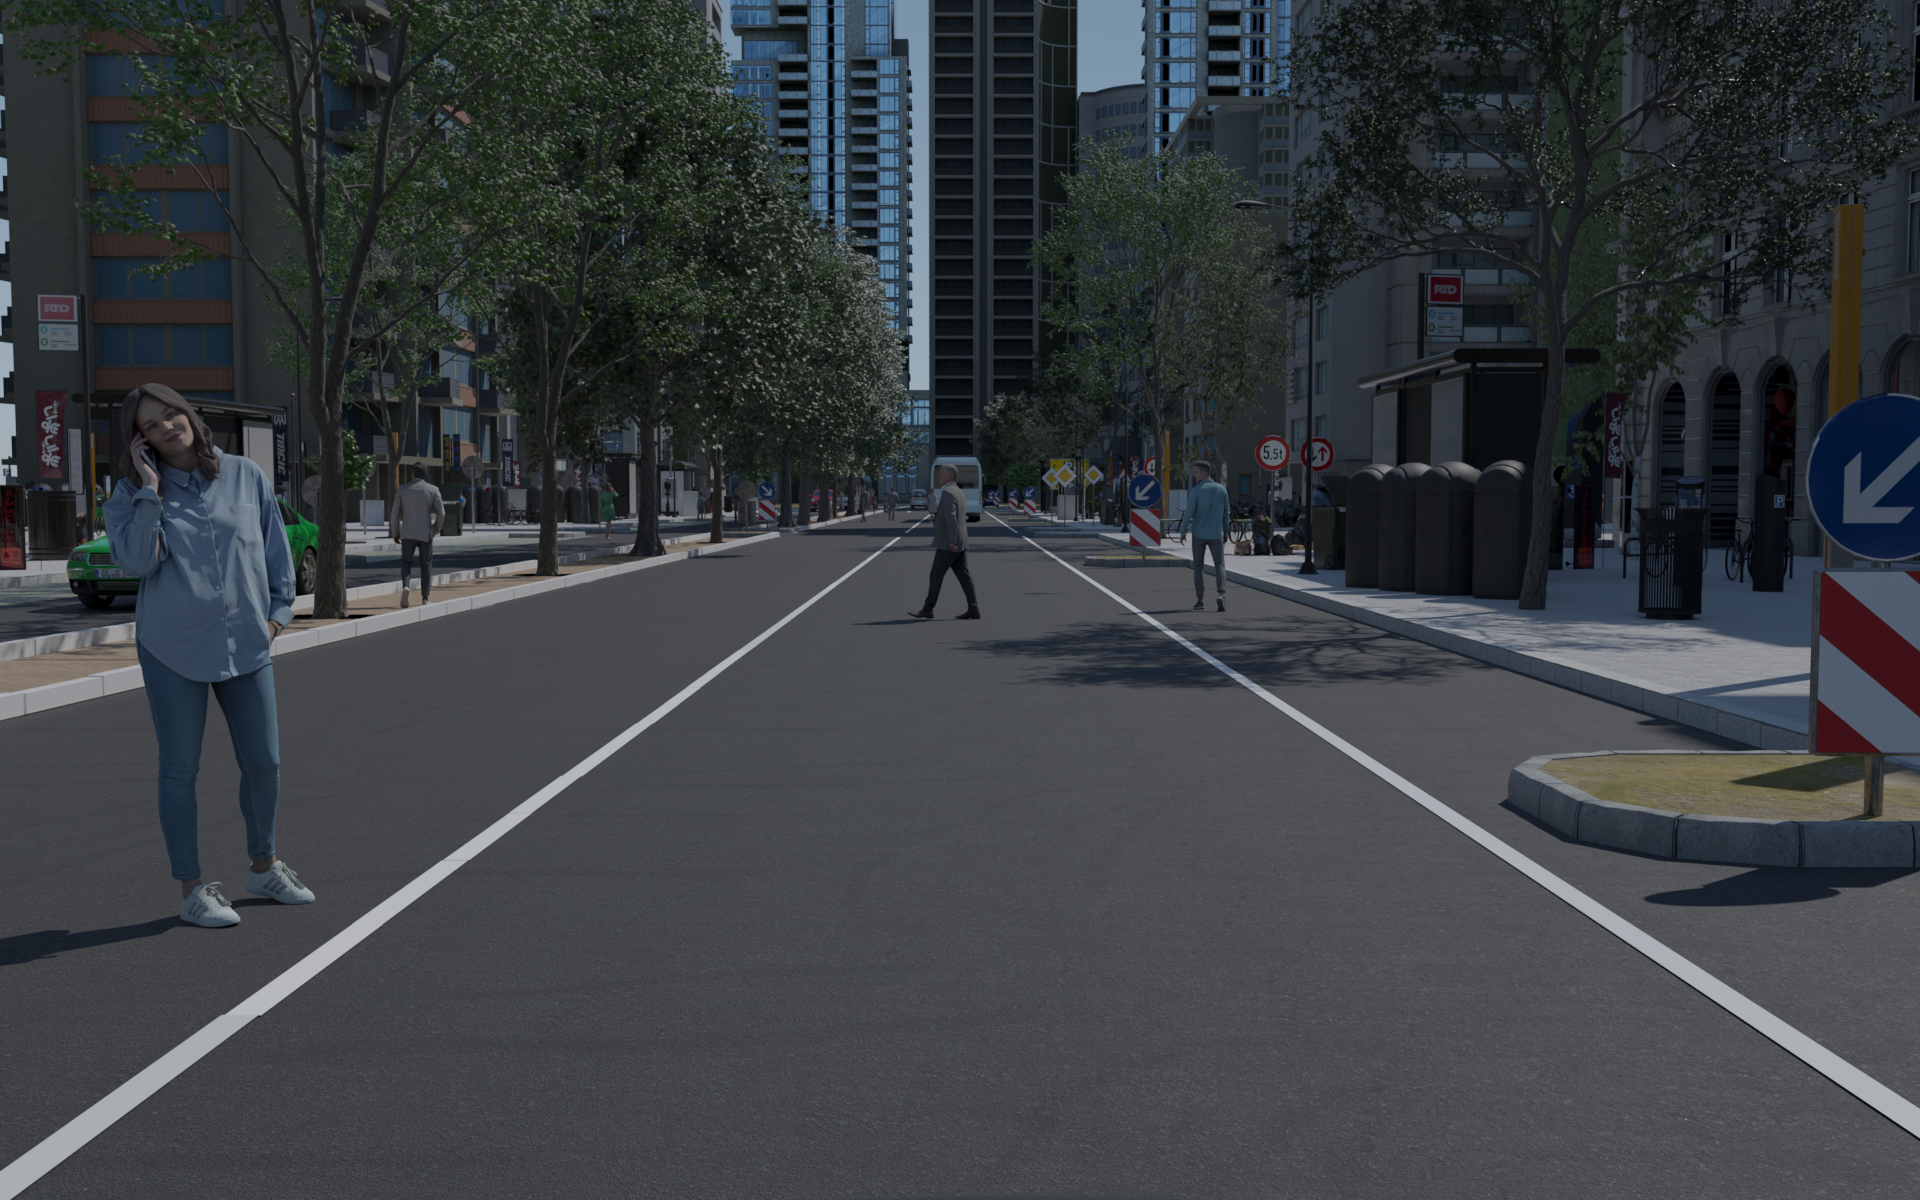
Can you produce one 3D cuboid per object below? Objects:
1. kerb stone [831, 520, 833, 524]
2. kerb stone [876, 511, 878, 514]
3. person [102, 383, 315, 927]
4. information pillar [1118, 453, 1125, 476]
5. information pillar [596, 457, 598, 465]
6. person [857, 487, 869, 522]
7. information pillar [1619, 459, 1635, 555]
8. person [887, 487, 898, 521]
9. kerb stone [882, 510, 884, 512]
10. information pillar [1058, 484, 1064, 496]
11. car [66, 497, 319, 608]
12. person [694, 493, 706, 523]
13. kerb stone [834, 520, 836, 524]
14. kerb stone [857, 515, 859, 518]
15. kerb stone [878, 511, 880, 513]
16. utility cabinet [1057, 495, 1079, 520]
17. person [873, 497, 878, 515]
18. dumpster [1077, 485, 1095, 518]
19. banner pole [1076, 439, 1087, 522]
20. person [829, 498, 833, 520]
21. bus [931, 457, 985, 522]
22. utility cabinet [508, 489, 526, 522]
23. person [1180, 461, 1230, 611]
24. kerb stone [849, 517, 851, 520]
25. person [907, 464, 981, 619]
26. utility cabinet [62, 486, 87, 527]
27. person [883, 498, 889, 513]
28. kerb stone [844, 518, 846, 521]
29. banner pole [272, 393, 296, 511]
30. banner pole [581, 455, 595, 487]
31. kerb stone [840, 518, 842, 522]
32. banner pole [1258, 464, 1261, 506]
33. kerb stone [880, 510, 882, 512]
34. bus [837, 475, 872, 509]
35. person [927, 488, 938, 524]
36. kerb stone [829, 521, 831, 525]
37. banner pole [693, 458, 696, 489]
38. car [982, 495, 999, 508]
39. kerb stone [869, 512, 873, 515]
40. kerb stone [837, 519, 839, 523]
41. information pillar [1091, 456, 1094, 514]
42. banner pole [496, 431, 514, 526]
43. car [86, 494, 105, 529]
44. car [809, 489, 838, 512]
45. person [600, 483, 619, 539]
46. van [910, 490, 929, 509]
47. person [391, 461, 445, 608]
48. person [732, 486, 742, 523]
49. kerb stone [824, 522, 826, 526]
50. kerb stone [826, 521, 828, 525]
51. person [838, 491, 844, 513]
[{"bbox_3d":[-6.169,-3.593,80.941,0.120,0.150,1.000,0,3,0],"label":"kerb stone"},{"bbox_3d":[-6.204,-6.290,125.034,0.120,0.150,1.000,0,3,0],"label":"kerb stone"},{"bbox_3d":[-2.515,0.180,5.821,0.793,1.790,0.793,1,4,20],"label":"person"},{"bbox_3d":[9.179,-6.536,98.224,0.504,3.616,0.183,3,4,36],"label":"information pillar"},{"bbox_3d":[-22.718,-7.114,107.663,0.504,3.616,0.183,-1,4,-19],"label":"information pillar"},{"bbox_3d":[-4.948,-4.874,88.295,0.694,1.812,0.767,3,5,41],"label":"person"},{"bbox_3d":[14.103,-1.959,36.523,0.304,2.012,0.304,1,4,9],"label":"information pillar"},{"bbox_3d":[-3.646,-5.206,93.823,0.606,1.804,0.583,0,4,-3],"label":"person"},{"bbox_3d":[-6.204,-6.850,134.268,0.120,0.150,1.000,0,3,0],"label":"kerb stone"},{"bbox_3d":[5.503,-5.423,93.157,0.304,2.012,0.304,-2,4,-35],"label":"information pillar"},{"bbox_3d":[-10.132,-0.882,23.210,1.959,1.807,4.718,0,4,1],"label":"car"},{"bbox_3d":[-12.969,-4.608,86.435,0.523,1.515,0.503,3,4,36],"label":"person"},{"bbox_3d":[-6.166,-3.718,82.988,0.120,0.150,1.000,0,3,0],"label":"kerb stone"},{"bbox_3d":[-6.185,-4.909,102.458,0.120,0.150,1.000,0,3,0],"label":"kerb stone"},{"bbox_3d":[-6.206,-6.475,128.108,0.120,0.150,1.000,0,3,0],"label":"kerb stone"},{"bbox_3d":[5.340,-4.567,85.835,1.020,1.237,0.306,-1,4,-15],"label":"utility cabinet"},{"bbox_3d":[-5.915,-6.597,121.027,0.373,1.253,0.362,0,4,7],"label":"person"},{"bbox_3d":[6.727,-5.371,93.577,1.264,1.857,1.865,0,3,0],"label":"dumpster"},{"bbox_3d":[5.533,-5.477,79.564,0.401,3.779,0.863,-2,4,-28],"label":"banner pole"},{"bbox_3d":[-7.195,-4.979,94.926,0.505,1.210,0.382,1,4,13],"label":"person"},{"bbox_3d":[-0.107,-6.039,93.605,2.948,3.499,13.247,0,4,1],"label":"bus"},{"bbox_3d":[-20.447,-4.318,79.276,1.173,1.500,0.318,-1,4,-11],"label":"utility cabinet"},{"bbox_3d":[3.035,-0.794,21.348,0.638,1.841,0.748,0,4,-1],"label":"person"},{"bbox_3d":[-6.177,-4.408,94.269,0.120,0.150,1.000,0,3,0],"label":"kerb stone"},{"bbox_3d":[-0.181,-0.668,19.818,0.834,1.777,0.661,0,4,5],"label":"person"},{"bbox_3d":[-23.191,-2.245,45.390,0.318,1.500,1.173,-3,5,-40],"label":"utility cabinet"},{"bbox_3d":[-5.350,-7.047,129.211,0.738,1.151,1.012,2,4,30],"label":"person"},{"bbox_3d":[-6.176,-4.151,90.175,0.120,0.150,1.000,0,3,0],"label":"kerb stone"},{"bbox_3d":[-16.787,-3.251,43.167,0.863,3.779,0.401,1,4,21],"label":"banner pole"},{"bbox_3d":[-17.964,-5.713,83.423,0.863,3.779,0.401,-1,4,-22],"label":"banner pole"},{"bbox_3d":[-6.174,-3.970,87.097,0.120,0.150,1.000,0,3,0],"label":"kerb stone"},{"bbox_3d":[16.904,-6.592,97.802,0.401,3.779,0.863,0,4,-3],"label":"banner pole"},{"bbox_3d":[-6.217,-6.729,132.217,0.120,0.150,1.000,0,3,0],"label":"kerb stone"},{"bbox_3d":[-10.028,-10.363,164.293,2.948,3.499,13.247,0,4,0],"label":"bus"},{"bbox_3d":[-1.303,-4.565,83.892,0.466,1.731,0.760,-3,5,-42],"label":"person"},{"bbox_3d":[-6.166,-3.530,79.910,0.120,0.150,1.000,0,3,0],"label":"kerb stone"},{"bbox_3d":[-18.303,-7.904,119.253,0.401,3.779,0.863,0,4,6],"label":"banner pole"},{"bbox_3d":[3.180,-10.244,180.066,1.945,1.354,3.894,0,3,0],"label":"car"},{"bbox_3d":[-6.193,-5.851,117.852,0.120,0.150,1.000,0,3,0],"label":"kerb stone"},{"bbox_3d":[-6.169,-3.844,85.045,0.120,0.150,1.000,0,3,0],"label":"kerb stone"},{"bbox_3d":[8.173,-7.084,107.174,0.183,3.616,0.504,0,4,-7],"label":"information pillar"},{"bbox_3d":[-18.125,-4.823,68.871,0.863,3.779,0.401,-3,4,-37],"label":"banner pole"},{"bbox_3d":[-29.842,-3.194,61.023,4.718,1.807,1.959,0,4,-2],"label":"car"},{"bbox_3d":[-10.894,-7.939,138.476,2.281,1.827,5.304,0,4,-2],"label":"car"},{"bbox_3d":[-11.157,-2.820,54.851,0.600,1.795,0.529,0,4,6],"label":"person"},{"bbox_3d":[-3.847,-9.689,165.423,2.013,2.044,4.112,0,4,1],"label":"van"},{"bbox_3d":[-6.837,-0.826,21.847,0.661,1.843,0.795,-1,4,-11],"label":"person"},{"bbox_3d":[-11.122,-4.811,86.963,0.655,1.846,0.447,-1,4,-17],"label":"person"},{"bbox_3d":[-6.165,-3.342,76.838,0.120,0.150,1.000,0,3,0],"label":"kerb stone"},{"bbox_3d":[-6.158,-3.398,77.861,0.120,0.150,1.000,0,3,0],"label":"kerb stone"},{"bbox_3d":[-8.992,-7.440,130.481,0.374,1.781,0.599,-2,4,-34],"label":"person"}]
